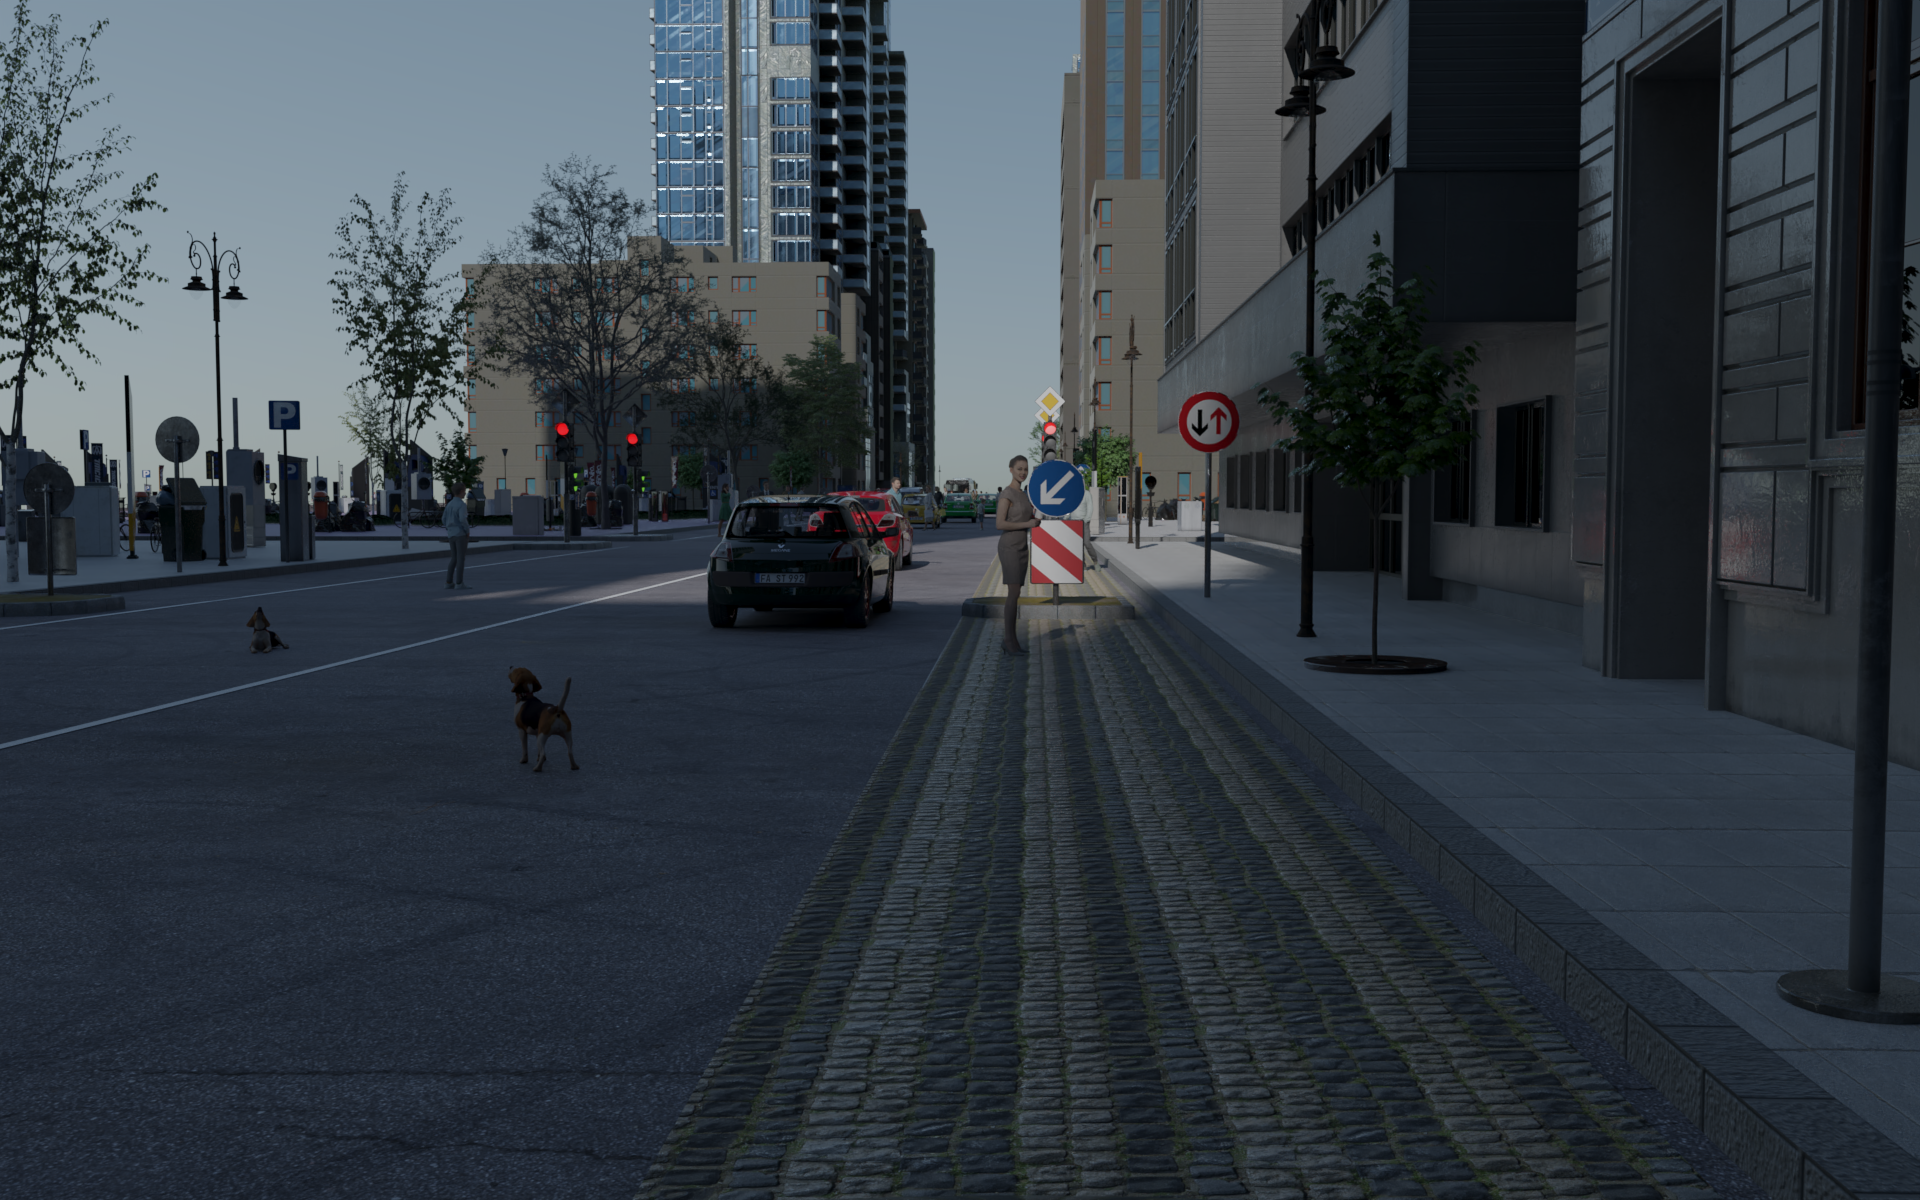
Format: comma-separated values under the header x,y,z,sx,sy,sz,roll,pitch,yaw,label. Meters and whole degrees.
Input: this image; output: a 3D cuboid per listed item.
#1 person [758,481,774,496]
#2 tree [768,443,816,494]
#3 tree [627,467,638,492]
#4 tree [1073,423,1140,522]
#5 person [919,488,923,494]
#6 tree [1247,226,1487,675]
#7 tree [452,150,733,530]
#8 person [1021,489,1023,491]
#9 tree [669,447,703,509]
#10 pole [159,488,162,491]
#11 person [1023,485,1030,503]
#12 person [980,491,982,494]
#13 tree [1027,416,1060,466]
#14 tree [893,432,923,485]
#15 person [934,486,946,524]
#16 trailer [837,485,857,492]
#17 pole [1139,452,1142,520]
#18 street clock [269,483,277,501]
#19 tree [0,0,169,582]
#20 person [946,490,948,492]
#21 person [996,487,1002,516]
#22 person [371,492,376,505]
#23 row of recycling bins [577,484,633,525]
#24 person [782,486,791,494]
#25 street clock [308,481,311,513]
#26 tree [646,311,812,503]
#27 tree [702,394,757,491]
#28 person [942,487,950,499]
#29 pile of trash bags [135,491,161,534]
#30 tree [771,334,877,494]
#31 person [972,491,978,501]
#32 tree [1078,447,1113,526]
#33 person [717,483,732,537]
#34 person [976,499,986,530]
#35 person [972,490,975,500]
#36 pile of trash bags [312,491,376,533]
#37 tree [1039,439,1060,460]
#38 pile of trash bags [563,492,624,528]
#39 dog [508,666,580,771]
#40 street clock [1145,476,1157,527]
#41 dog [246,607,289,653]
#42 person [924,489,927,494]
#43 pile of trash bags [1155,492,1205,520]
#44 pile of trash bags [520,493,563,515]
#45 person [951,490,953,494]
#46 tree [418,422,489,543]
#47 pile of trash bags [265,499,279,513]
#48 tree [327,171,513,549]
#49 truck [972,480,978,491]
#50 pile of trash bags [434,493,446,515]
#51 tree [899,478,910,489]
x,y,z,sx,sy,sz,roll,pitch,yaw,label
-6.045,-2.827,54.495,0.659,1.850,0.755,-1,4,-16,person
-10.799,-7.837,111.840,4.285,4.588,4.351,0,3,0,tree
-23.363,-7.894,123.673,1.663,3.219,1.824,0,3,0,tree
6.713,-5.911,80.361,4.285,4.588,4.351,0,3,0,tree
-2.091,-5.090,92.469,0.760,1.731,0.466,-1,4,-17,person
2.926,-1.105,12.670,1.663,3.219,1.824,0,3,0,tree
-13.020,-9.315,62.669,12.009,13.543,11.850,0,3,0,tree
4.497,-7.294,127.734,0.794,1.824,0.713,-1,4,-23,person
-18.115,-8.195,117.704,4.285,4.588,4.351,0,3,0,tree
-60.237,-8.359,130.509,0.158,3.312,0.155,0,3,0,pole
2.539,-3.576,67.233,0.793,1.790,0.793,0,4,5,person
1.938,-9.539,165.175,0.721,1.736,1.217,-1,4,-21,person
12.309,-17.978,219.702,9.928,11.665,9.643,0,3,0,tree
-6.655,-15.642,206.100,4.360,8.622,3.978,0,3,0,tree
-1.233,-4.479,81.947,0.699,1.804,1.509,-2,4,-25,person
-7.293,-6.356,110.975,1.471,1.999,3.904,0,4,2,trailer
8.856,-5.574,84.970,0.158,3.312,0.155,0,3,0,pole
-43.629,-6.452,110.068,0.471,2.002,0.358,2,4,25,street clock
-13.894,-4.586,25.336,4.360,8.622,3.978,0,3,0,tree
-1.135,-7.101,125.268,0.598,1.740,0.731,0,3,0,person
1.809,-4.023,74.840,0.480,1.755,0.524,2,4,34,person
-71.780,-12.408,212.302,0.756,1.711,0.436,-1,4,-16,person
-15.274,-4.056,73.432,3.534,1.692,1.069,2,4,34,row of recycling bins
-8.183,-4.463,81.388,0.836,1.842,0.656,0,4,1,person
-37.447,-5.799,99.381,0.358,2.002,0.471,3,4,38,street clock
-11.350,-9.366,87.549,8.767,10.594,7.601,-3,4,-38,tree
-16.910,-10.794,126.847,4.360,8.622,3.978,0,3,0,tree
-0.864,-6.123,108.381,0.659,1.850,0.755,1,4,19,person
-26.248,-2.887,56.952,3.447,1.369,1.912,3,4,36,pile of trash bags
-9.774,-12.505,122.585,7.486,12.596,7.792,0,3,0,tree
1.387,-8.791,152.955,0.721,1.735,1.217,-3,5,-43,person
5.646,-4.658,70.759,1.663,3.219,1.824,0,3,0,tree
-7.843,-3.005,57.873,0.529,1.795,0.600,0,4,5,person
0.844,-3.402,68.800,0.352,1.250,0.332,-1,4,-18,person
1.291,-9.405,162.279,0.705,1.823,1.348,-1,4,-13,person
-21.111,-2.989,58.620,1.912,1.369,3.447,0,4,-2,pile of trash bags
12.114,-16.032,212.486,4.737,8.622,4.395,0,3,0,tree
-14.133,-3.532,67.504,1.912,1.369,3.447,0,4,-5,pile of trash bags
-2.203,0.623,9.098,0.540,0.507,0.406,1,4,13,dog
7.462,-3.865,67.765,0.471,2.002,0.358,0,4,7,street clock
-6.332,0.260,15.948,0.550,0.427,0.748,2,4,29,dog
-2.351,-6.863,120.810,0.767,1.812,0.694,-1,4,-22,person
11.259,-4.641,85.637,1.912,1.369,3.447,3,5,43,pile of trash bags
-24.148,-5.586,101.080,3.447,1.369,1.912,1,4,15,pile of trash bags
-0.744,-8.039,140.469,0.617,1.759,0.750,-2,4,-35,person
-13.249,-3.141,45.962,1.663,3.219,1.824,0,3,0,tree
-33.626,-4.421,82.042,1.912,1.369,3.447,1,4,11,pile of trash bags
-12.880,-5.520,40.612,4.737,8.622,4.395,0,3,0,tree
0.855,-15.017,241.459,3.469,3.379,9.791,0,4,2,truck
-28.938,-5.345,97.135,1.912,1.369,3.447,-1,4,-8,pile of trash bags
-6.524,-12.630,201.094,1.663,3.219,1.824,0,3,0,tree
